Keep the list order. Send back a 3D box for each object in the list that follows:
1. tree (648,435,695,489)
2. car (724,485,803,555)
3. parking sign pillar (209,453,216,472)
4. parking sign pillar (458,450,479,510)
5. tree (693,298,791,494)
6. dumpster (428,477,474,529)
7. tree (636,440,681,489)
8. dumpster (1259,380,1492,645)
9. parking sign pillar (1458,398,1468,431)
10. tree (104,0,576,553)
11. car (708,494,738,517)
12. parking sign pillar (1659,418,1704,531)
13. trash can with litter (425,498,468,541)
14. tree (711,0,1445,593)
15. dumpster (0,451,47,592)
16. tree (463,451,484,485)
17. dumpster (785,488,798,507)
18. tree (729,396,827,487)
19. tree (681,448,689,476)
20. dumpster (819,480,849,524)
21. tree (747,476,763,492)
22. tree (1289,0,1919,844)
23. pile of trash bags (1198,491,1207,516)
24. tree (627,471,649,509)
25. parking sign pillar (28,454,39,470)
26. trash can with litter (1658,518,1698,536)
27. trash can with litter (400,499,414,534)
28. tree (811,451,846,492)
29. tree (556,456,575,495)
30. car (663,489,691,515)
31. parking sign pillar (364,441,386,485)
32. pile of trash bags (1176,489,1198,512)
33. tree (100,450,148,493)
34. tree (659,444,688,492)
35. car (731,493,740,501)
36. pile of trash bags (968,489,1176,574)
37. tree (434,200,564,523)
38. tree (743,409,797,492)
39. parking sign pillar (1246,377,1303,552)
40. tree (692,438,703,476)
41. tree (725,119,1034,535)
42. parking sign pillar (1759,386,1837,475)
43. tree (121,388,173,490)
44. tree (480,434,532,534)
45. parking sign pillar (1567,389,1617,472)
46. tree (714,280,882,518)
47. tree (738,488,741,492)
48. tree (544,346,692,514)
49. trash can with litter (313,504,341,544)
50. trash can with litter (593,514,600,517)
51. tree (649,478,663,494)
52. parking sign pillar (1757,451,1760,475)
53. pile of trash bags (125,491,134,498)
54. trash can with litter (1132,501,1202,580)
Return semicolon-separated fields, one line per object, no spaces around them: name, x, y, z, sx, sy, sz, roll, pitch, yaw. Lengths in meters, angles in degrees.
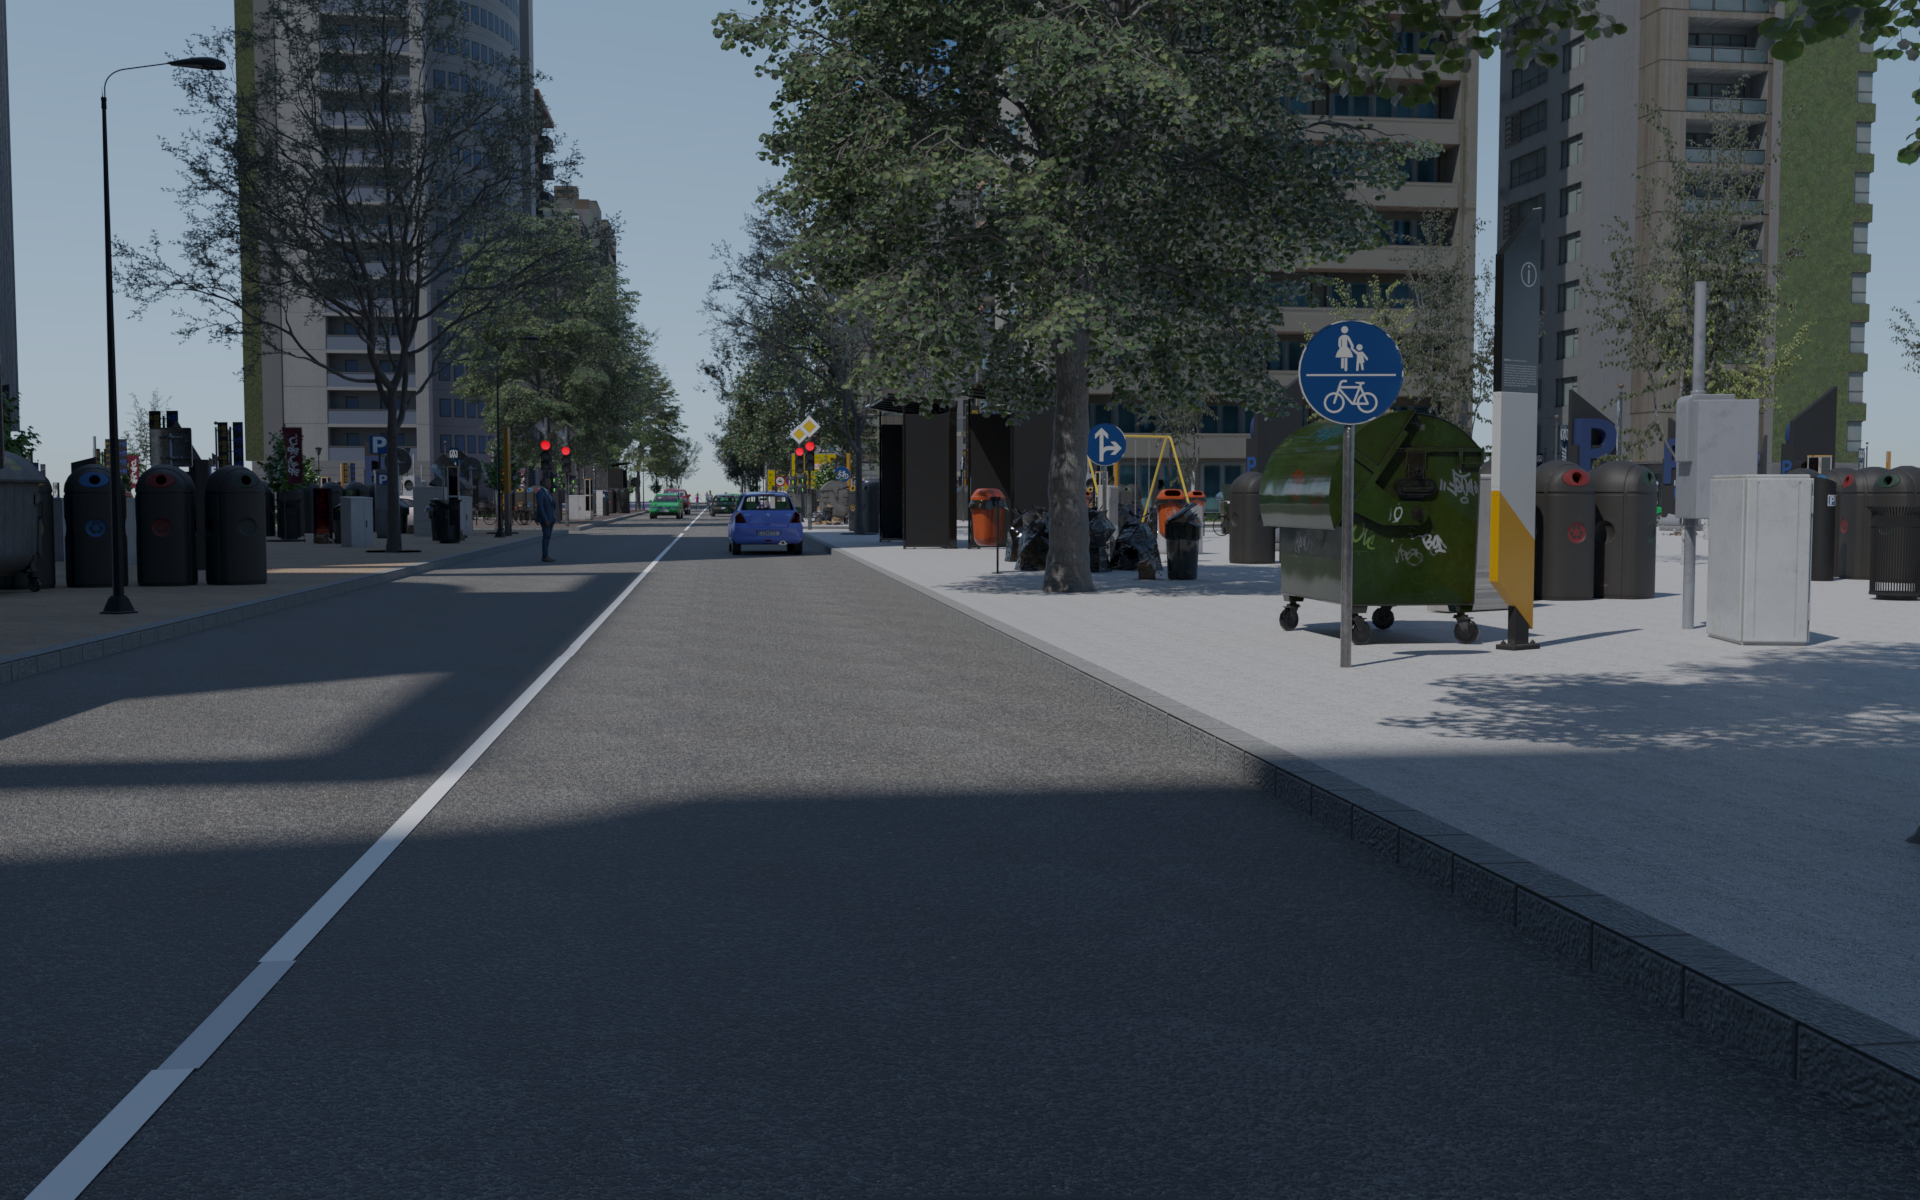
tree;-41.902;-19.309;250.116;7.601;10.594;8.767;-1;4;-9
car;-4.775;-1.995;42.209;1.945;1.707;3.694;-1;4;-9
parking sign pillar;-48.147;-7.632;113.249;1.447;3.967;1.447;-3;5;-42
parking sign pillar;-28.276;-6.775;99.240;1.447;3.967;1.447;3;5;43
tree;-19.778;-19.147;168.938;12.611;20.169;13.585;0;3;0
dumpster;-16.450;-3.068;55.926;1.264;1.857;1.865;0;4;-8
tree;-35.900;-15.500;203.786;4.737;8.622;4.395;0;3;0
dumpster;3.689;-0.794;15.469;1.502;2.255;1.985;0;4;-8
parking sign pillar;13.614;-3.608;47.464;1.447;3.967;1.447;1;4;22
tree;-12.465;-7.795;37.823;12.009;13.543;11.850;0;3;0
car;-15.073;-6.167;110.609;2.009;1.686;4.222;-1;4;-10
parking sign pillar;25.225;-4.404;60.475;1.447;3.967;1.447;-2;4;-34
trash can with litter;-14.118;-2.216;47.621;0.624;1.170;1.055;3;4;38
tree;1.477;-7.089;22.554;9.857;13.997;8.962;0;3;0
dumpster;-12.510;-0.984;21.844;1.264;1.857;1.865;0;4;-8
tree;-37.896;-9.064;131.913;4.285;4.588;4.351;0;3;0
dumpster;-9.626;-5.897;102.180;1.264;1.857;1.865;0;4;-8
tree;-14.600;-12.428;137.609;8.767;10.594;7.601;-2;4;-27
tree;-36.492;-16.354;217.750;4.737;8.622;4.395;0;3;0
dumpster;-5.370;-4.205;74.508;1.264;1.857;1.865;0;4;-8
tree;-22.184;-11.697;185.846;1.663;3.219;1.824;0;3;0
tree;3.880;-5.397;6.365;7.486;12.596;7.792;0;3;0
pile of trash bags;5.471;-2.465;50.056;3.447;1.369;1.912;-1;4;-14
tree;-27.933;-9.361;147.649;1.663;3.219;1.824;0;3;0
parking sign pillar;-56.778;-7.186;105.962;1.447;3.967;1.447;-3;5;-42
trash can with litter;22.377;-2.624;53.960;1.678;1.210;2.233;2;4;31
trash can with litter;-17.812;-2.716;55.797;1.055;1.170;0.624;1;4;20
tree;-5.894;-5.077;77.615;1.663;3.219;1.824;0;3;0
tree;-28.903;-8.836;128.179;4.285;4.588;4.351;0;3;0
car;-20.017;-6.911;121.662;2.281;1.827;5.304;0;4;-6
parking sign pillar;-29.703;-6.112;88.403;1.447;3.967;1.447;-1;4;-9
pile of trash bags;2.570;-1.397;32.601;3.447;1.369;1.912;0;4;0
tree;-53.773;-7.775;110.828;4.285;4.588;4.351;0;3;0
tree;-43.120;-19.048;261.793;4.360;8.622;3.978;0;3;0
car;-16.699;-7.202;126.548;1.959;1.807;4.718;0;4;-8
pile of trash bags;1.624;-1.168;28.850;3.447;1.369;1.912;-2;4;-35
tree;-17.695;-10.312;75.248;9.857;13.997;8.962;0;3;0
tree;-13.114;-10.975;129.807;4.360;8.622;3.978;0;3;0
parking sign pillar;7.115;-3.105;39.246;1.447;3.967;1.447;-2;4;-29
tree;-48.747;-22.928;300.620;9.928;11.665;9.643;0;3;0
tree;-3.231;-8.790;54.079;12.009;13.543;11.850;0;3;0
parking sign pillar;21.130;-3.345;43.167;1.447;3.967;1.447;-1;4;-17
tree;-56.177;-10.377;120.033;4.360;8.622;3.978;0;3;0
tree;-14.662;-3.750;55.920;1.663;3.219;1.824;0;3;0
parking sign pillar;16.358;-3.439;44.696;1.447;3.967;1.447;-1;4;-14
tree;-8.464;-10.758;92.895;9.611;12.733;9.660;0;3;0
tree;-36.903;-21.355;299.518;4.360;8.622;3.978;0;3;0
tree;-23.333;-11.443;112.847;9.928;11.665;9.643;0;3;0
trash can with litter;-16.163;-2.037;44.699;1.055;1.170;0.624;0;4;-5
trash can with litter;-21.210;-5.377;98.974;1.678;1.210;2.233;-2;4;-28
tree;-32.466;-11.678;185.543;1.663;3.219;1.824;0;3;0
parking sign pillar;36.284;-5.511;78.574;1.447;3.967;1.447;2;4;31
pile of trash bags;-49.481;-5.872;105.759;3.447;1.369;1.912;3;5;44
trash can with litter;3.096;-0.891;25.959;1.055;1.170;0.624;0;4;6
